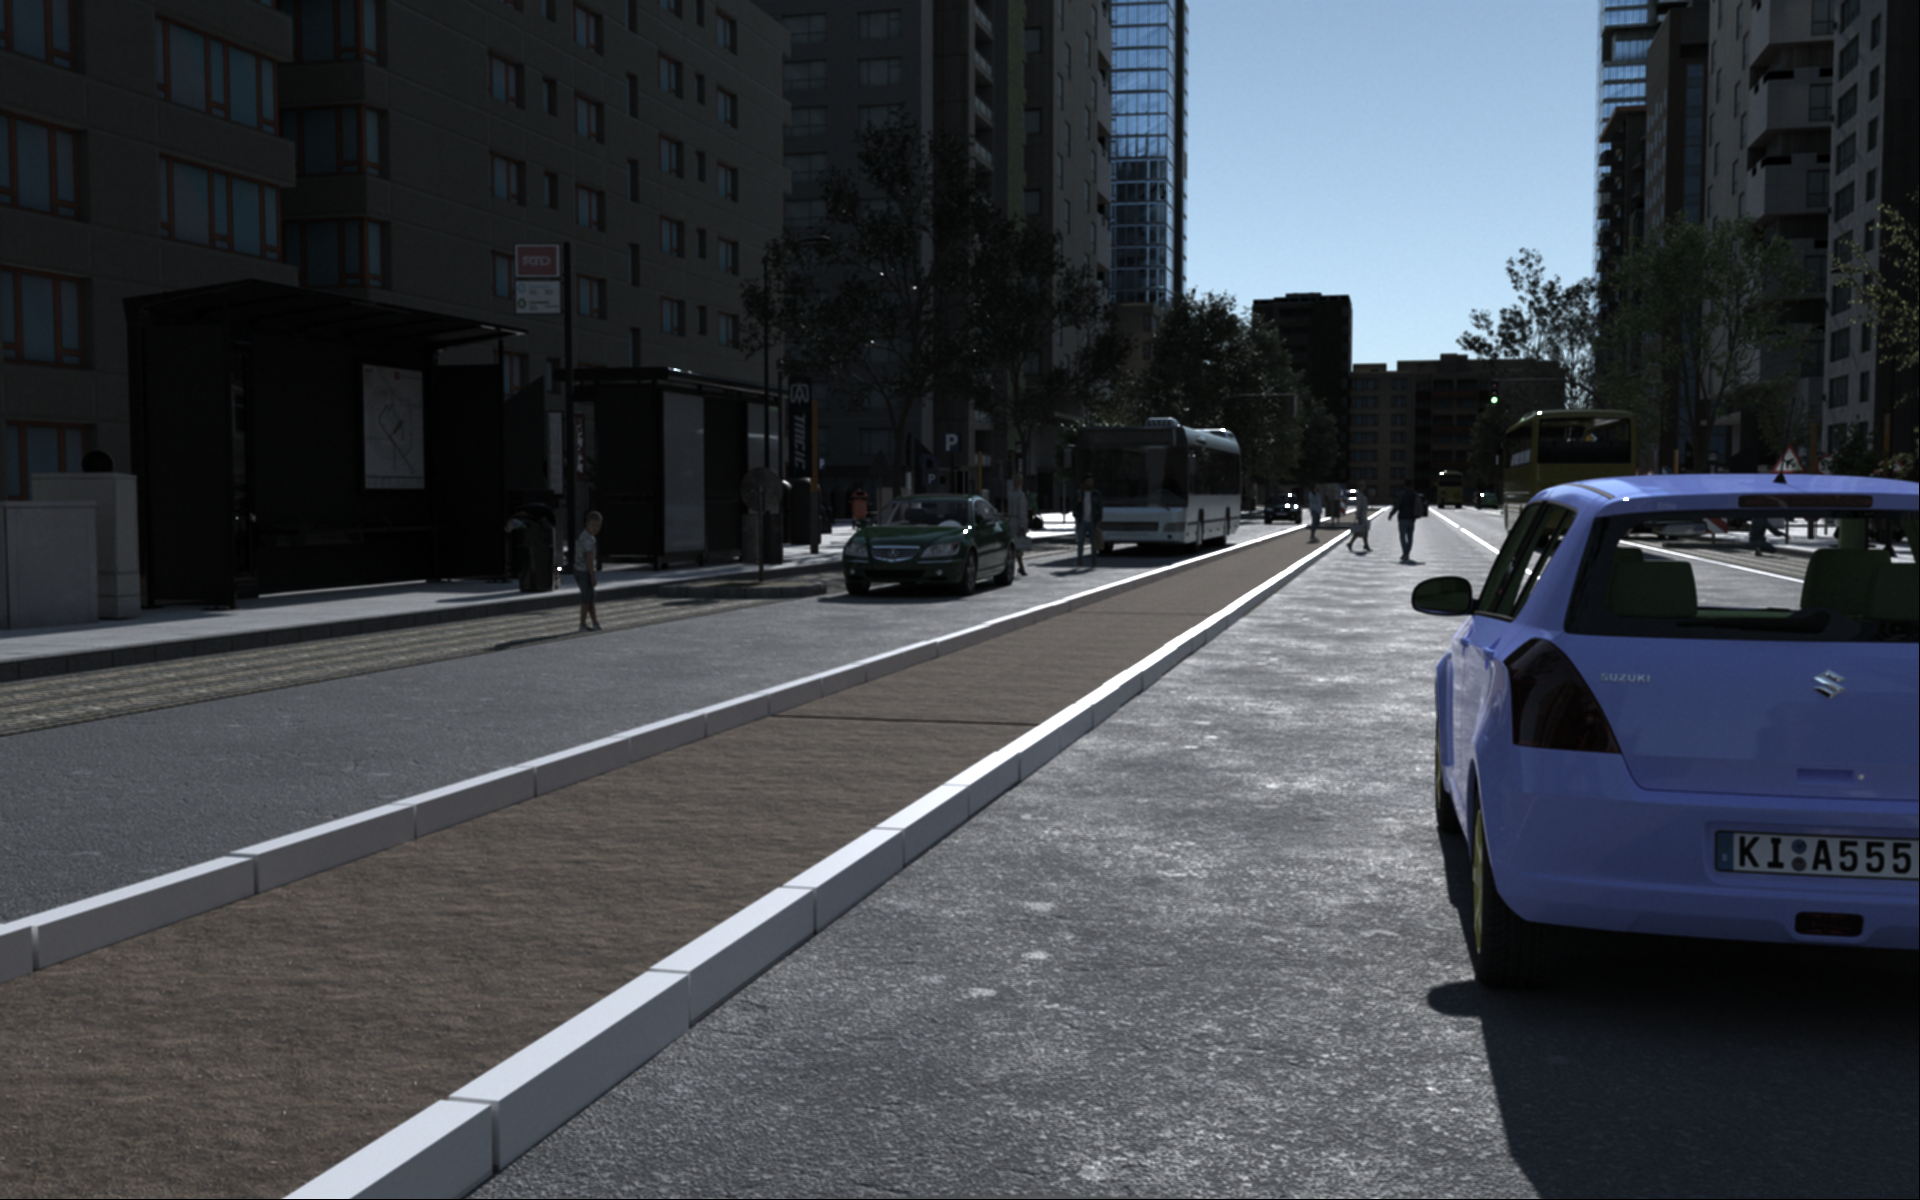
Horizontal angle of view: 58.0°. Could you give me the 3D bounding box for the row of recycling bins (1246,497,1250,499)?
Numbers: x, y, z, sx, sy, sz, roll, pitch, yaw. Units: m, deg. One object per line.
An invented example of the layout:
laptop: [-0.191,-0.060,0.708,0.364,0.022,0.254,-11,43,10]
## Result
row of recycling bins: [23.957,-8.654,148.610,1.069,1.692,3.534,-1,4,-10]

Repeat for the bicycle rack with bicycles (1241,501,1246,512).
bicycle rack with bicycles: [19.816,-6.857,125.488,2.852,0.926,2.925,-3,5,-40]

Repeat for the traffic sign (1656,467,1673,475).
traffic sign: [32.582,-4.898,80.189,0.768,2.556,0.104,1,4,22]

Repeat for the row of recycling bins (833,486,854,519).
row of recycling bins: [-6.662,-4.989,88.686,3.534,1.692,1.069,-2,4,-24]

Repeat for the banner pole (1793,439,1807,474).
banner pole: [37.956,-5.406,78.406,0.401,3.779,0.863,-2,4,-28]

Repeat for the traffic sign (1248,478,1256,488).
traffic sign: [22.480,-8.181,133.864,0.768,2.556,0.104,1,4,22]

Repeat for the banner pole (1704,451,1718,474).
banner pole: [38.248,-6.020,88.448,0.863,3.779,0.401,1,4,15]

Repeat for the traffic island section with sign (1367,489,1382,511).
traffic island section with sign: [35.853,-8.727,150.824,2.006,1.907,1.989,1,4,14]

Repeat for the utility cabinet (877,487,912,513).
utility cabinet: [-2.193,-3.023,58.113,1.173,1.500,0.318,2,4,29]

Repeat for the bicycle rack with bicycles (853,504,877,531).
bicycle rack with bicycles: [-2.758,-2.946,61.551,2.852,0.926,2.925,3,5,39]

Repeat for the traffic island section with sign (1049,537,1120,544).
traffic island section with sign: [3.763,-2.572,50.686,1.989,1.847,2.006,1,4,14]

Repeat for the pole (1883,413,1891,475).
pole: [23.511,-3.063,43.919,0.158,3.312,0.155,0,3,0]

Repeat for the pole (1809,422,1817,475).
pole: [24.215,-3.386,49.208,0.158,3.312,0.155,0,3,0]

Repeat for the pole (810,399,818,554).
pole: [-3.141,-2.654,37.237,0.158,3.312,0.155,0,3,0]

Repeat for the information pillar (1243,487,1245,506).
information pillar: [23.718,-8.615,145.348,0.304,2.012,0.304,-2,4,-29]

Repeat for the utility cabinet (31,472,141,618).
utility cabinet: [-9.027,-0.564,17.905,1.173,1.500,0.318,2,4,23]

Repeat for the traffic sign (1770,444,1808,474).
traffic sign: [21.328,-2.728,44.609,0.884,2.594,0.081,1,4,16]

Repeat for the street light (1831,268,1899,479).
street light: [18.533,-3.852,35.517,1.470,5.913,1.316,1,4,14]

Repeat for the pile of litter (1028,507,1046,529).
pile of litter: [2.357,-3.038,63.629,1.719,0.858,1.176,0,4,-8]

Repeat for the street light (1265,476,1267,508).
street light: [26.083,-10.504,144.281,1.470,5.913,1.316,1,4,14]

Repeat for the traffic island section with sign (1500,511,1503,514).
traffic island section with sign: [40.423,-7.184,126.092,1.989,1.847,2.006,1,4,14]

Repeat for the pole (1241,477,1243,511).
pole: [21.202,-8.360,130.524,0.158,3.312,0.155,0,3,0]

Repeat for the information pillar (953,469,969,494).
information pillar: [0.059,-2.898,51.871,0.304,2.012,0.304,2,4,27]

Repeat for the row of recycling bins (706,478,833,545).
row of recycling bins: [-5.072,-2.317,44.993,3.534,1.692,1.069,2,4,35]

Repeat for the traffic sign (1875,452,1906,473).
traffic sign: [24.022,-2.744,44.875,0.884,2.594,0.081,1,4,20]

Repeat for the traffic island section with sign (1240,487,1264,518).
traffic island section with sign: [17.431,-5.817,103.730,1.989,1.847,2.006,1,4,14]

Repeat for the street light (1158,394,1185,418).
street light: [9.782,-6.620,80.770,1.470,5.913,1.316,1,4,14]

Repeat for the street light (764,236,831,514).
street light: [-3.009,-3.604,31.468,1.470,5.913,1.316,1,4,14]

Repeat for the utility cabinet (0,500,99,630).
utility cabinet: [-8.906,-0.346,16.819,0.306,1.237,1.020,2,4,23]

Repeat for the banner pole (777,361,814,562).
banner pole: [-3.160,-2.606,32.618,0.863,3.779,0.401,1,4,14]

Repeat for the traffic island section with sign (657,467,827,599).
traffic island section with sign: [-2.987,-0.976,24.586,1.989,1.847,2.006,1,4,14]

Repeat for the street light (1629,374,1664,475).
street light: [26.616,-5.786,67.135,1.470,5.913,1.316,1,4,14]

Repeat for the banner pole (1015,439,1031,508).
banner pole: [2.695,-5.049,72.574,0.863,3.779,0.401,1,4,19]

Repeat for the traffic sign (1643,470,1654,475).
traffic sign: [36.851,-5.656,92.574,0.768,2.556,0.104,1,4,17]

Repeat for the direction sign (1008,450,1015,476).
direction sign: [2.896,-5.953,89.329,0.876,3.537,0.379,-1,4,-12]

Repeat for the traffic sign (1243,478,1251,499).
traffic sign: [21.968,-8.149,133.341,0.768,2.556,0.104,1,4,16]

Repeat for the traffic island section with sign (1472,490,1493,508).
traffic island section with sign: [52.971,-10.161,174.753,1.989,1.847,2.006,1,4,14]

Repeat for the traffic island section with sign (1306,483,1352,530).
traffic island section with sign: [15.234,-3.838,70.885,2.006,1.907,1.989,1,4,14]

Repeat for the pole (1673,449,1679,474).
pole: [32.656,-5.212,79.058,0.158,3.312,0.155,0,3,0]

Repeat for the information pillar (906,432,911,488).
information pillar: [-1.946,-4.535,65.505,0.183,3.616,0.504,-1,4,-15]

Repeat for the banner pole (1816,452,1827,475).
banner pole: [45.232,-6.204,91.449,0.863,3.779,0.401,2,4,29]

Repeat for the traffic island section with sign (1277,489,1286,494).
traffic island section with sign: [24.172,-7.413,129.832,1.989,1.847,2.006,1,4,14]

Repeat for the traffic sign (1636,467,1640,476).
traffic sign: [29.847,-4.708,77.083,0.768,2.556,0.104,1,4,17]

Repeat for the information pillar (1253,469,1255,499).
information pillar: [21.883,-8.413,128.903,0.183,3.616,0.504,1,4,10]

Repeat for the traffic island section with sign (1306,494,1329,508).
traffic island section with sign: [36.803,-10.411,178.843,1.989,1.847,2.006,1,4,14]

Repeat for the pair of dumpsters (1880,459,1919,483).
pair of dumpsters: [25.143,-2.749,47.432,1.574,2.255,4.437,1,4,14]

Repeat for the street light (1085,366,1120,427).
street light: [5.132,-5.538,63.093,1.470,5.913,1.316,1,4,14]

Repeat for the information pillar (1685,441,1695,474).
information pillar: [32.274,-5.213,76.588,0.504,3.616,0.183,1,4,13]

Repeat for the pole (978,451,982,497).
pole: [0.950,-5.419,82.451,0.158,3.312,0.155,0,3,0]

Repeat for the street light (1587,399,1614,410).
street light: [31.228,-6.844,84.441,1.470,5.913,1.316,1,4,14]

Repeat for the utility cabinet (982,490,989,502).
utility cabinet: [1.869,-6.426,113.744,1.173,1.500,0.318,-2,4,-25]

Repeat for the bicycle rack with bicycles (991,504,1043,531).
bicycle rack with bicycles: [1.453,-2.878,60.440,2.925,0.926,2.852,0,4,1]

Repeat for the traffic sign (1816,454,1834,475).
traffic sign: [27.354,-3.335,54.640,0.768,2.556,0.104,1,4,20]
